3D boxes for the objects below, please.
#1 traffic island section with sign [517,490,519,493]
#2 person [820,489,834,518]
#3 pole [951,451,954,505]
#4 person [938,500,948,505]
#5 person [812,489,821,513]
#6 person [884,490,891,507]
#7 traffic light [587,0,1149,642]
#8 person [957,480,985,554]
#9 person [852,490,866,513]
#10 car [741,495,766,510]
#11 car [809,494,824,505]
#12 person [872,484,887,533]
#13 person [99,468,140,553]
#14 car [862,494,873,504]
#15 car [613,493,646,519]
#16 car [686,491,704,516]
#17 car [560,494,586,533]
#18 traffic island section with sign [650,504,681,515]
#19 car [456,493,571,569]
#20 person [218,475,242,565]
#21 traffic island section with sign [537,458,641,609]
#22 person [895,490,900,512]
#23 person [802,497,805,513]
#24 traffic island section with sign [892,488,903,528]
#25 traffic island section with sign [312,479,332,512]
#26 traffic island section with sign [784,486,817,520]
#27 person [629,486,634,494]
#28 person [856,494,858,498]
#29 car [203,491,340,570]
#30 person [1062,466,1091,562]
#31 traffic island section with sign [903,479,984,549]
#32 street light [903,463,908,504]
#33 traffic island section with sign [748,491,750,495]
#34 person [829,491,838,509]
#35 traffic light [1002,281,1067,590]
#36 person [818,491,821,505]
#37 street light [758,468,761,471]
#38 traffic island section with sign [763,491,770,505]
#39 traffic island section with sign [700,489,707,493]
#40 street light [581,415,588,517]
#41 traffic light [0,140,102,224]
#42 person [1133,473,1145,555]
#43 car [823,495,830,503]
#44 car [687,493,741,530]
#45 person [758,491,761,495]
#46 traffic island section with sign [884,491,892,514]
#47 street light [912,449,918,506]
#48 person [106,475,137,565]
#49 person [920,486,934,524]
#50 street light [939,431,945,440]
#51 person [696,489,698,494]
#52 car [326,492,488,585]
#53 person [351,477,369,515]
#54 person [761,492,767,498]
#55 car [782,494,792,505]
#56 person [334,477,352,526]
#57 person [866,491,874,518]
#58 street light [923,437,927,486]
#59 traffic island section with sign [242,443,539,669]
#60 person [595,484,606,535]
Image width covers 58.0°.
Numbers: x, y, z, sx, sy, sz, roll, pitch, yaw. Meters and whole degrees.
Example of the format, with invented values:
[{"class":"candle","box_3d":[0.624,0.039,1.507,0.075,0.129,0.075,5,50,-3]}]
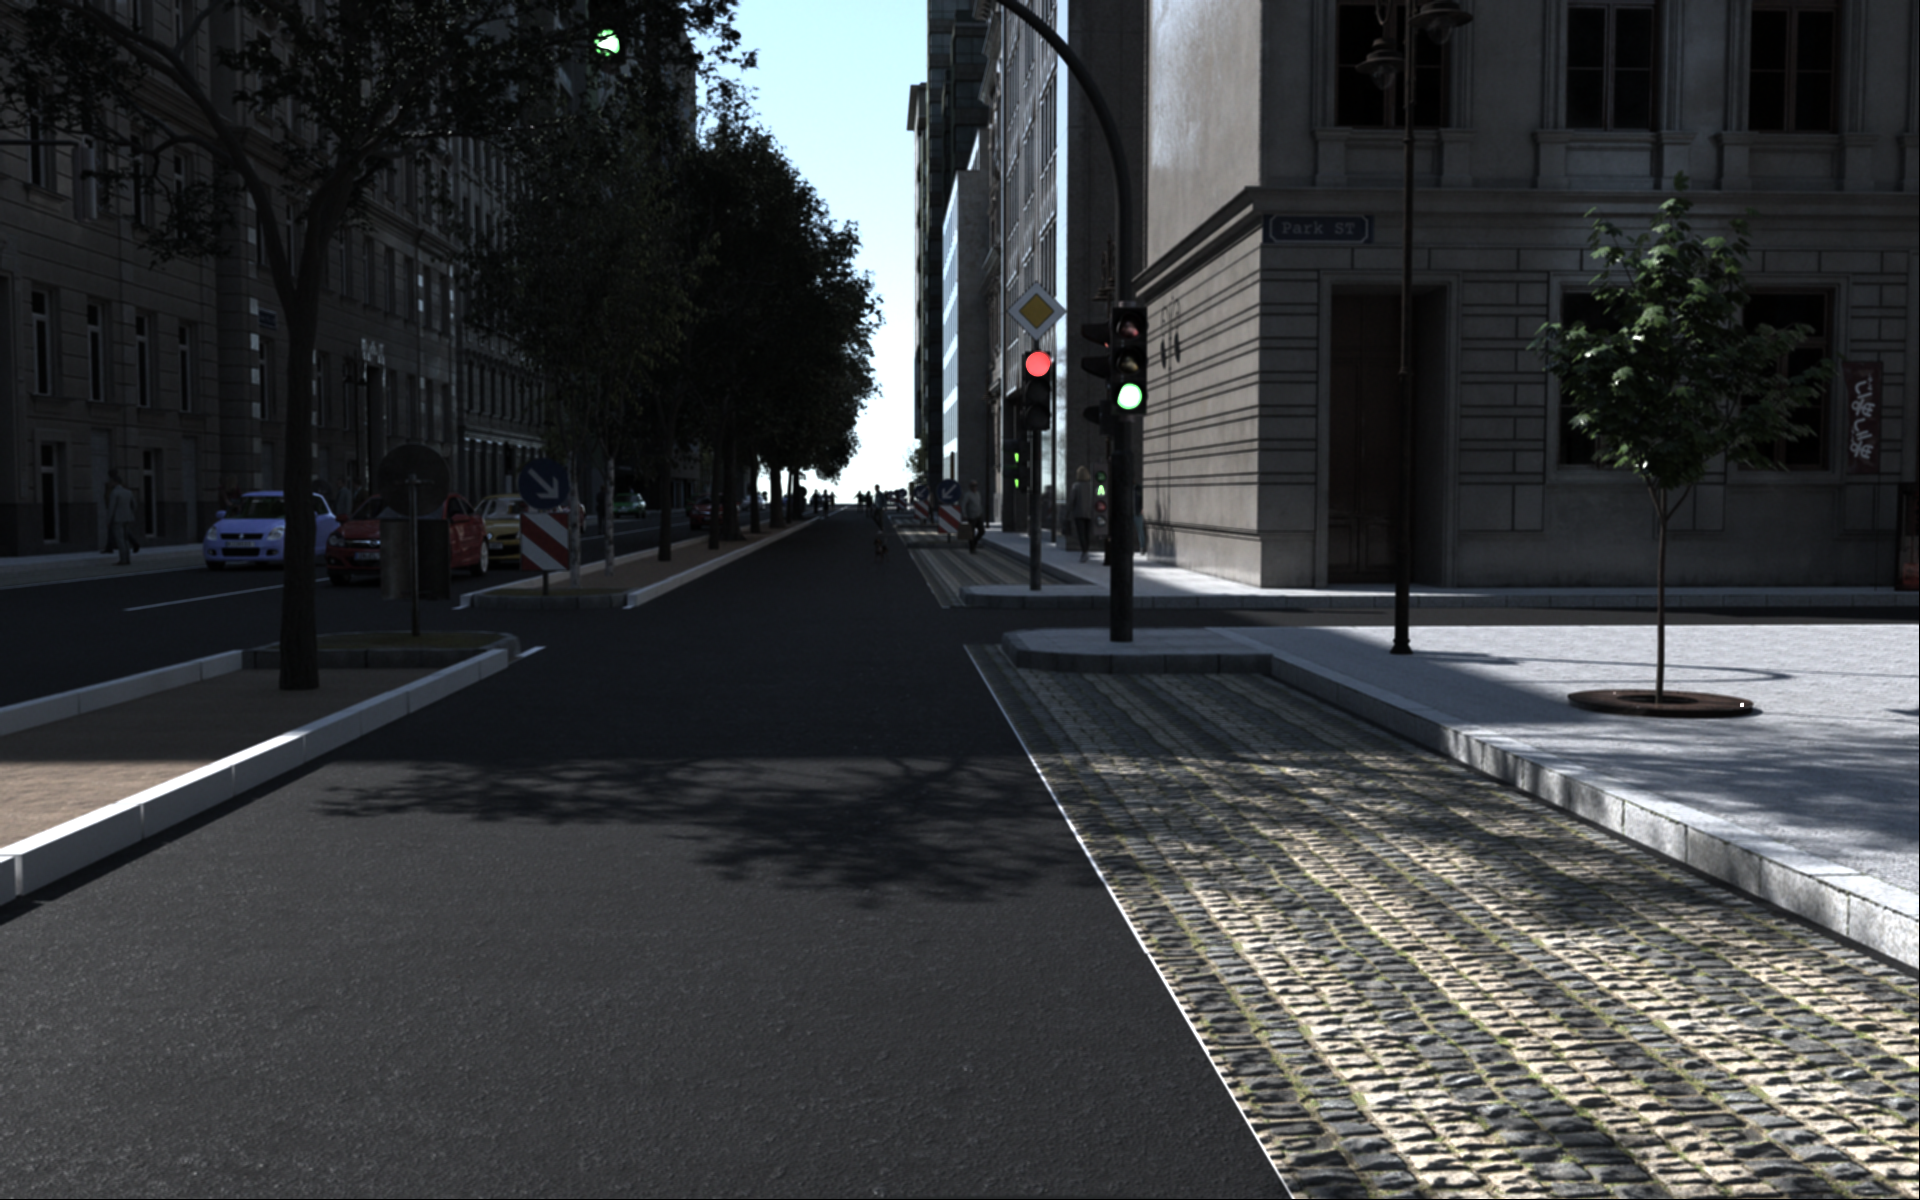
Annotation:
[{"class":"traffic island section with sign","box_3d":[-18.148,-3.882,72.103,1.989,1.847,2.006,0,4,-3]},{"class":"person","box_3d":[-8.119,-5.890,105.596,0.721,1.735,1.217,3,4,36]},{"class":"pole","box_3d":[-0.362,-5.444,82.853,0.158,3.312,0.155,0,3,0]},{"class":"person","box_3d":[-0.634,-3.574,67.281,0.374,1.781,0.599,2,4,25]},{"class":"person","box_3d":[-10.727,-7.382,129.334,0.705,1.807,1.348,-2,4,-32]},{"class":"person","box_3d":[-8.206,-11.259,192.223,1.348,1.869,0.705,1,4,20]},{"class":"traffic light","box_3d":[-0.704,-2.453,14.782,4.771,5.953,1.251,0,4,-3]},{"class":"person","box_3d":[0.237,-1.963,41.077,0.515,1.767,0.782,3,5,41]},{"class":"person","box_3d":[-7.559,-7.453,131.176,1.217,1.723,0.721,0,4,-8]},{"class":"car","box_3d":[-18.401,-8.692,154.481,2.083,1.381,4.827,0,4,-1]},{"class":"car","box_3d":[-18.279,-12.820,221.616,2.014,1.417,4.499,0,4,-1]},{"class":"person","box_3d":[-2.923,-3.316,63.059,0.444,1.785,0.601,-2,4,-34]},{"class":"person","box_3d":[-18.249,-1.936,37.604,0.836,1.842,0.656,0,4,-4]},{"class":"car","box_3d":[-13.191,-14.440,244.892,1.959,1.807,4.718,0,4,-5]},{"class":"car","box_3d":[-19.361,-5.636,100.948,1.959,1.807,4.718,0,4,-4]},{"class":"car","box_3d":[-16.822,-6.362,112.816,1.959,1.807,4.718,0,4,-3]},{"class":"car","box_3d":[-14.642,-3.257,62.288,2.155,1.783,4.494,0,4,-3]},{"class":"traffic island section with sign","box_3d":[-20.553,-6.874,121.010,1.989,1.847,2.006,0,4,-3]},{"class":"car","box_3d":[-8.906,-1.488,34.551,2.015,1.641,3.980,0,4,-1]},{"class":"person","box_3d":[-14.895,-1.642,35.325,0.580,1.828,0.573,1,4,15]},{"class":"traffic island section with sign","box_3d":[-5.265,-0.877,22.469,2.006,1.907,1.989,0,4,-3]},{"class":"person","box_3d":[-4.419,-7.137,125.910,0.721,1.743,1.217,-1,4,-18]},{"class":"person","box_3d":[-11.958,-7.406,130.138,0.990,1.755,0.434,3,4,36]},{"class":"traffic island section with sign","box_3d":[-1.749,-3.931,72.897,1.989,1.847,2.006,0,4,-3]},{"class":"traffic island section with sign","box_3d":[-16.825,-2.236,45.180,1.989,1.847,2.006,0,4,-3]},{"class":"traffic island section with sign","box_3d":[-8.967,-5.467,97.517,2.006,1.907,1.989,0,4,-3]},{"class":"person","box_3d":[-22.122,-6.721,115.806,0.599,1.838,0.709,-2,4,-24]},{"class":"person","box_3d":[-13.090,-12.957,223.533,0.628,1.438,0.799,2,4,32]},{"class":"car","box_3d":[-13.427,-1.488,33.922,1.945,1.707,3.694,0,4,-2]},{"class":"person","box_3d":[2.248,-1.608,32.519,0.709,1.800,0.728,-1,4,-15]},{"class":"traffic island section with sign","box_3d":[-0.422,-2.284,45.974,1.989,1.847,2.006,0,4,-3]},{"class":"street light","box_3d":[-6.857,-15.368,224.046,0.468,5.910,1.993,0,4,-3]},{"class":"traffic island section with sign","box_3d":[-24.653,-11.963,204.227,1.989,1.847,2.006,0,4,-3]},{"class":"person","box_3d":[-12.163,-9.565,165.625,1.217,1.736,0.721,-2,4,-32]},{"class":"traffic light","box_3d":[0.989,-2.084,23.001,0.839,4.253,0.868,0,4,-3]},{"class":"person","box_3d":[-19.204,-13.910,235.933,1.348,1.823,0.705,1,4,13]},{"class":"street light","box_3d":[-28.968,-16.926,249.532,0.468,5.910,1.993,0,4,-3]},{"class":"traffic island section with sign","box_3d":[-25.987,-13.623,231.369,1.989,1.847,2.006,0,4,-3]},{"class":"traffic island section with sign","box_3d":[-21.892,-8.531,148.116,1.989,1.847,2.006,0,4,-3]},{"class":"street light","box_3d":[-21.407,-7.706,98.781,0.468,5.910,1.993,0,4,-3]},{"class":"traffic light","box_3d":[-13.567,-2.914,22.307,4.771,5.953,1.251,0,4,-3]},{"class":"person","box_3d":[3.632,-1.832,36.345,0.623,1.781,0.721,1,4,9]},{"class":"car","box_3d":[-19.415,-14.714,252.938,2.083,1.381,4.827,0,4,-4]},{"class":"car","box_3d":[-9.950,-3.746,70.280,2.155,1.783,4.494,0,4,-4]},{"class":"person","box_3d":[-29.536,-15.148,254.153,0.683,1.767,0.568,-1,4,-9]},{"class":"traffic island section with sign","box_3d":[-4.209,-6.988,122.888,1.989,1.847,2.006,0,4,-3]},{"class":"street light","box_3d":[-4.400,-12.313,174.100,0.468,5.910,1.993,0,4,-3]},{"class":"person","box_3d":[-16.838,-1.600,34.752,0.391,1.810,0.635,0,4,6]},{"class":"person","box_3d":[-1.388,-4.121,76.283,0.661,1.777,0.834,-2,4,-30]},{"class":"street light","box_3d":[-1.027,-8.233,107.401,0.468,5.910,1.993,0,4,-3]},{"class":"person","box_3d":[-26.032,-10.087,170.972,1.348,1.822,0.705,3,5,39]},{"class":"car","box_3d":[-9.125,-1.207,28.779,2.155,1.783,4.494,0,4,-3]},{"class":"person","box_3d":[-14.139,-1.981,40.804,0.656,1.842,0.836,0,4,5]},{"class":"person","box_3d":[-25.982,-13.430,228.764,1.217,1.739,0.721,3,5,40]},{"class":"car","box_3d":[-21.617,-12.814,219.105,1.945,1.707,3.694,0,4,-2]},{"class":"person","box_3d":[-13.945,-1.867,39.123,0.635,1.810,0.391,3,5,39]},{"class":"person","box_3d":[-5.498,-5.858,105.741,0.593,1.643,0.415,1,4,13]},{"class":"street light","box_3d":[-2.789,-10.268,140.665,0.468,5.910,1.993,0,4,-3]},{"class":"traffic island section with sign","box_3d":[-4.910,-0.424,15.070,2.006,1.907,1.989,0,4,-3]},{"class":"person","box_3d":[-12.610,-3.204,61.311,0.576,1.772,0.534,-1,4,-17]}]
